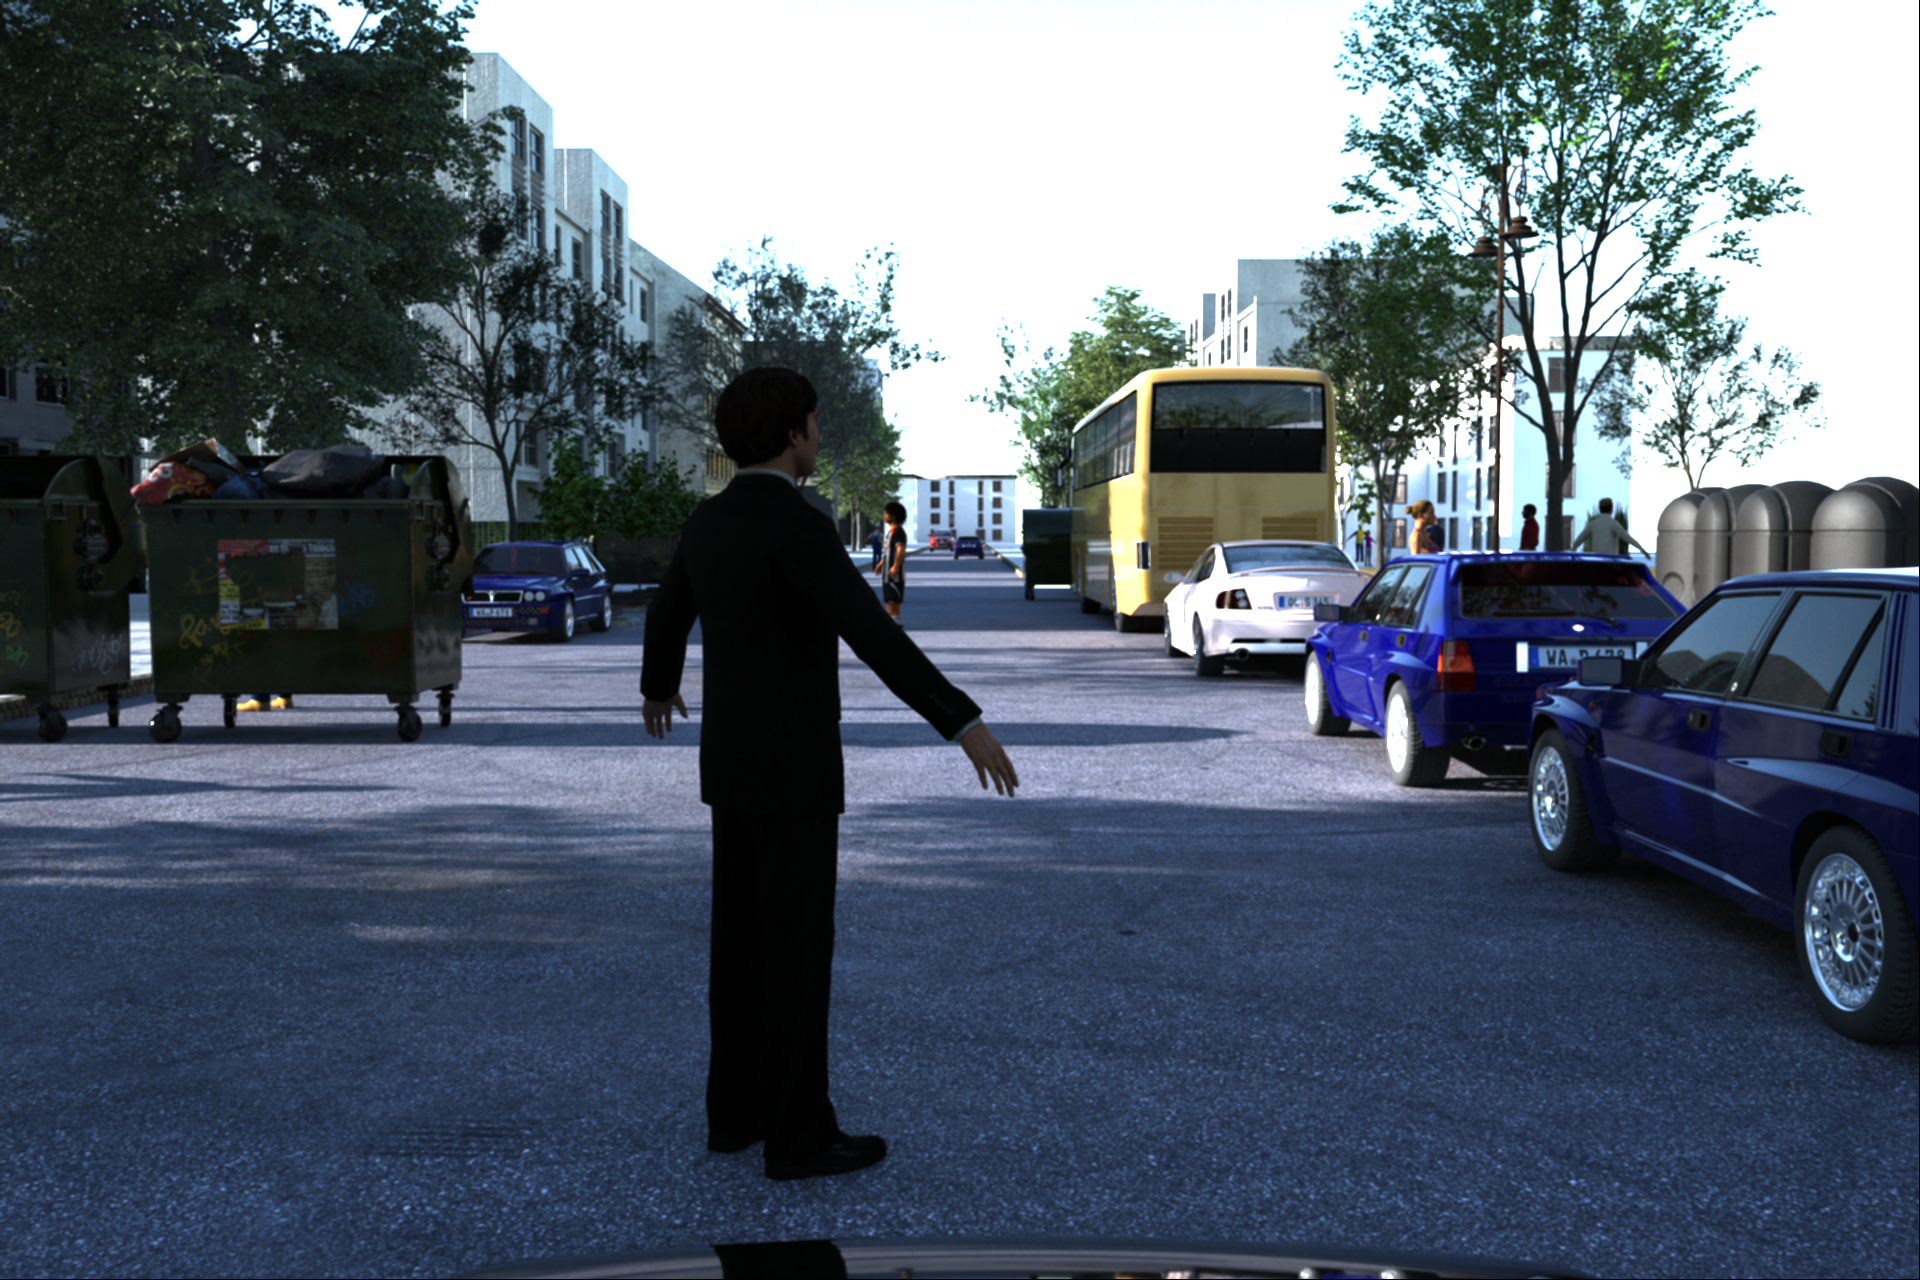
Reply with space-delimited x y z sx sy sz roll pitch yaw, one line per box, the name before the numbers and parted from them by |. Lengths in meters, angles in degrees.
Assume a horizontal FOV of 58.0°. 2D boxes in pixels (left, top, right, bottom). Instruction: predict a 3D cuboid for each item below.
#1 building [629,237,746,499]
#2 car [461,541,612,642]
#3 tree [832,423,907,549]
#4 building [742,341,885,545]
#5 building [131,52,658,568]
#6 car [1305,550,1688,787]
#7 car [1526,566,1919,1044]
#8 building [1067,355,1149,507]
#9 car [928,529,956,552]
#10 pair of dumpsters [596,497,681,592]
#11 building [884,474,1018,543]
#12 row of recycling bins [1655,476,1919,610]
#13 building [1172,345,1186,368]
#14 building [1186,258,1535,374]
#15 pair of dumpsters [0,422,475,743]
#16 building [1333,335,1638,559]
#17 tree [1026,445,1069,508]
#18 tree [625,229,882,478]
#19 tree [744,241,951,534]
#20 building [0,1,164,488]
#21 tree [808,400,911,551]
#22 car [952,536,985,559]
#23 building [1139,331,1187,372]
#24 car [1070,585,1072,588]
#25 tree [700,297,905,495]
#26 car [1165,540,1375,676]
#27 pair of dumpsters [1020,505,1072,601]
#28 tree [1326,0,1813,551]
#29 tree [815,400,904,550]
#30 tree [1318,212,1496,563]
building | -25.325 -17.574 118.264 19.493 23.208 18.063 0 4 1
car | -6.026 -0.708 24.155 1.945 1.354 3.894 0 3 0
tree | -8.312 -13.843 152.089 9.928 11.665 9.643 0 3 0
building | -23.431 -21.728 199.226 27.936 21.610 32.646 0 4 0
building | -25.165 -13.044 79.725 16.747 18.905 31.486 0 4 0
car | 3.349 0.087 11.157 1.945 1.354 3.894 0 4 0
car | 3.363 0.390 6.209 1.945 1.354 3.894 0 4 0
building | 27.004 -22.653 214.354 27.936 21.610 32.646 0 4 0
car | -1.467 -8.159 142.073 2.281 1.827 5.304 0 3 0
pair of dumpsters | -5.758 -2.028 38.103 4.436 2.255 1.574 0 3 0
building | -6.085 -18.087 240.329 28.070 9.664 9.099 0 4 2
row of recycling bins | 6.489 -0.404 13.713 1.069 1.692 3.534 0 3 0
building | 26.177 -19.395 173.535 16.016 20.090 11.380 0 4 0
building | 26.060 -15.495 119.809 16.747 18.905 31.486 0 3 0
pair of dumpsters | -5.835 -0.449 12.292 4.436 2.255 1.574 0 4 0
building | 24.319 -8.882 87.376 9.099 9.664 28.070 0 4 1
tree | 7.636 -11.593 139.910 4.737 8.622 4.395 0 3 0
tree | -8.367 -9.785 70.355 12.009 13.543 11.850 0 3 0
tree | -6.625 -15.606 111.055 12.611 20.169 13.585 0 3 0
building | -27.369 -13.291 35.717 11.959 24.771 22.079 0 4 1
tree | -7.818 -12.458 129.451 9.928 11.665 9.643 0 3 0
car | 0.491 -5.302 99.270 1.945 1.354 3.894 0 4 -1
building | 24.520 -21.851 188.196 19.493 23.208 18.063 0 4 0
car | 3.763 -1.967 44.747 1.945 1.354 3.894 0 4 0
tree | -8.481 -11.001 90.239 12.009 13.543 11.850 0 3 0
car | 3.321 -0.394 18.806 2.083 1.381 4.827 0 4 1
pair of dumpsters | 3.522 -1.992 37.524 4.436 2.255 1.574 0 4 -1
tree | 9.921 -6.287 28.542 9.928 11.665 9.643 0 3 0
tree | -8.589 -13.585 140.234 7.486 12.596 7.792 0 3 0
tree | 10.285 -5.530 40.785 4.737 8.622 4.395 0 3 0
